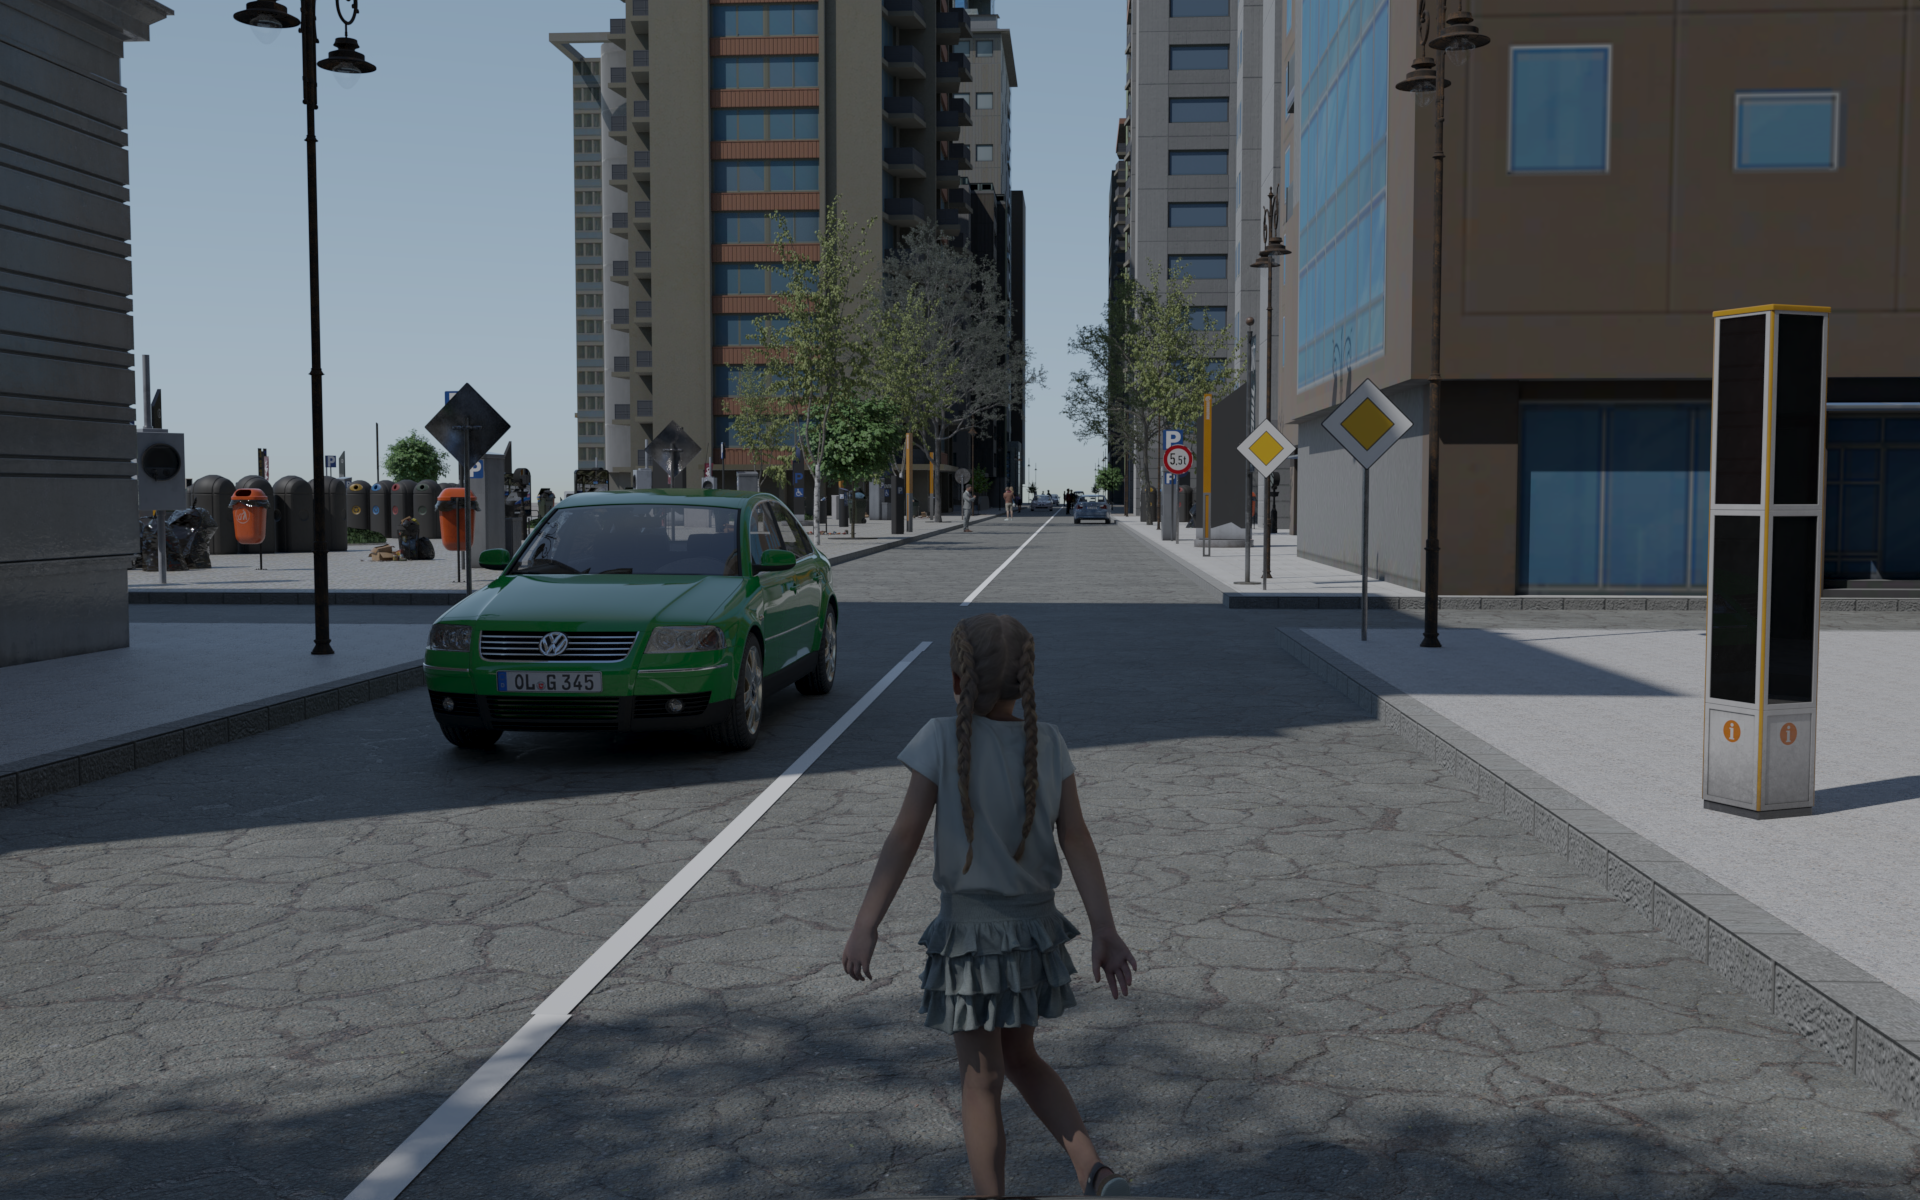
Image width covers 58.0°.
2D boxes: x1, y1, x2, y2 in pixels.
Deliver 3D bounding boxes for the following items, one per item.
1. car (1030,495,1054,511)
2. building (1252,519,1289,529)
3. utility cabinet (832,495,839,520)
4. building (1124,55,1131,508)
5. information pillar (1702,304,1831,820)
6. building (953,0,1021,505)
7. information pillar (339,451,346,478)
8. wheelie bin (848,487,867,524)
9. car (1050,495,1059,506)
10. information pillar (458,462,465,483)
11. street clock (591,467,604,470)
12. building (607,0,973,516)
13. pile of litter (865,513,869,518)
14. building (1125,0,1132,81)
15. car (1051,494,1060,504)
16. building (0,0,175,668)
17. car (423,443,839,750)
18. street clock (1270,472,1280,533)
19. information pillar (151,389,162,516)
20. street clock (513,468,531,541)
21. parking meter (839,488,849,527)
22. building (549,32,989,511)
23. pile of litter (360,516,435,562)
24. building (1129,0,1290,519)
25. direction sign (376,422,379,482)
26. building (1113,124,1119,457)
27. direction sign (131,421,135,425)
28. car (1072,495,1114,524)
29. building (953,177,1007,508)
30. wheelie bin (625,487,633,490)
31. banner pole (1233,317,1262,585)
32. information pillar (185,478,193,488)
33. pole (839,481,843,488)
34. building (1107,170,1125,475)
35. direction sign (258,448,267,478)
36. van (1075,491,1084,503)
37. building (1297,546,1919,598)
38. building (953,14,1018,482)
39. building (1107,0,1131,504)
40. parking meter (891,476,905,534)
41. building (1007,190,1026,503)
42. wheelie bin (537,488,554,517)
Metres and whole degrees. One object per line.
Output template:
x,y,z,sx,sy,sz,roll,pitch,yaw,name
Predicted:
6.915,-8.207,146.546,2.083,1.381,4.827,0,4,3,car
22.648,-32.566,74.458,21.231,58.520,28.212,0,4,4,building
-6.052,-4.640,87.025,0.306,1.237,1.020,2,4,28,utility cabinet
22.709,-29.424,164.672,14.154,41.232,14.086,0,4,4,building
3.217,-0.149,6.929,0.304,2.012,0.304,-1,4,-21,information pillar
-2.964,-55.810,225.170,22.319,86.520,31.000,0,4,4,building
-33.461,-6.269,93.861,0.504,3.616,0.183,3,4,36,information pillar
-4.437,-4.088,74.749,0.693,1.594,0.980,-3,5,-41,wheelie bin
11.393,-12.425,215.513,2.083,1.381,4.827,0,4,5,car
-28.755,-6.651,100.104,0.504,3.616,0.183,-1,4,-20,information pillar
-9.826,-2.596,47.017,0.358,2.002,0.471,1,4,17,street clock
-10.648,-28.076,113.660,22.147,44.769,28.867,0,4,4,building
-5.459,-4.865,93.500,1.719,0.858,1.176,-2,4,-35,pile of litter
24.734,-29.837,142.455,22.147,44.769,28.867,0,4,4,building
13.776,-14.906,255.505,2.131,1.459,4.920,0,4,2,car
-17.012,-10.606,9.559,21.152,22.565,11.583,0,4,4,building
-1.911,-0.144,11.145,1.959,1.807,4.718,0,4,5,car
10.253,-3.178,56.531,0.358,2.002,0.471,-1,4,-11,street clock
-17.773,-2.876,38.378,0.183,3.616,0.504,0,4,-6,information pillar
-12.089,-2.648,47.863,0.358,2.002,0.471,2,4,28,street clock
-4.517,-3.602,67.309,0.372,1.533,0.369,0,3,0,parking meter
-14.042,-27.443,140.582,32.217,40.220,23.993,0,4,4,building
-10.901,-1.197,33.532,1.176,0.858,1.719,3,4,38,pile of litter
21.745,-34.948,113.400,21.231,58.520,28.212,0,4,4,building
-18.545,-3.865,55.194,0.379,3.537,0.876,-1,4,-16,direction sign
28.857,-33.287,198.872,22.147,44.769,28.867,0,4,4,building
-24.034,-3.552,50.068,0.379,3.537,0.876,0,3,0,direction sign
6.454,-4.419,84.261,2.014,1.417,4.499,0,4,6,car
-2.924,-23.768,160.307,14.160,30.474,14.107,0,4,4,building
-14.244,-4.133,75.479,0.980,1.594,0.693,-1,4,-21,wheelie bin
4.085,-2.098,24.320,0.401,3.779,0.863,0,4,2,banner pole
-36.116,-4.690,81.173,0.304,2.012,0.304,-2,4,-28,information pillar
-4.859,-4.712,70.885,0.158,3.312,0.155,0,3,0,pole
31.827,-38.005,245.090,21.300,48.544,21.600,0,4,4,building
-34.416,-5.720,85.523,0.379,3.537,0.876,0,4,5,direction sign
16.162,-13.962,235.283,2.013,2.044,4.112,0,4,3,van
13.109,-23.025,26.570,14.200,45.320,14.600,0,4,4,building
-8.205,-37.179,197.116,28.713,52.752,27.495,0,4,4,building
29.573,-47.983,222.765,20.563,71.187,20.611,0,4,4,building
-1.976,-3.027,55.202,0.399,1.863,0.255,-3,5,-42,parking meter
2.310,-36.610,248.685,14.600,45.320,14.200,0,4,4,building
-21.415,-4.998,89.626,0.693,1.594,0.980,2,4,35,wheelie bin
